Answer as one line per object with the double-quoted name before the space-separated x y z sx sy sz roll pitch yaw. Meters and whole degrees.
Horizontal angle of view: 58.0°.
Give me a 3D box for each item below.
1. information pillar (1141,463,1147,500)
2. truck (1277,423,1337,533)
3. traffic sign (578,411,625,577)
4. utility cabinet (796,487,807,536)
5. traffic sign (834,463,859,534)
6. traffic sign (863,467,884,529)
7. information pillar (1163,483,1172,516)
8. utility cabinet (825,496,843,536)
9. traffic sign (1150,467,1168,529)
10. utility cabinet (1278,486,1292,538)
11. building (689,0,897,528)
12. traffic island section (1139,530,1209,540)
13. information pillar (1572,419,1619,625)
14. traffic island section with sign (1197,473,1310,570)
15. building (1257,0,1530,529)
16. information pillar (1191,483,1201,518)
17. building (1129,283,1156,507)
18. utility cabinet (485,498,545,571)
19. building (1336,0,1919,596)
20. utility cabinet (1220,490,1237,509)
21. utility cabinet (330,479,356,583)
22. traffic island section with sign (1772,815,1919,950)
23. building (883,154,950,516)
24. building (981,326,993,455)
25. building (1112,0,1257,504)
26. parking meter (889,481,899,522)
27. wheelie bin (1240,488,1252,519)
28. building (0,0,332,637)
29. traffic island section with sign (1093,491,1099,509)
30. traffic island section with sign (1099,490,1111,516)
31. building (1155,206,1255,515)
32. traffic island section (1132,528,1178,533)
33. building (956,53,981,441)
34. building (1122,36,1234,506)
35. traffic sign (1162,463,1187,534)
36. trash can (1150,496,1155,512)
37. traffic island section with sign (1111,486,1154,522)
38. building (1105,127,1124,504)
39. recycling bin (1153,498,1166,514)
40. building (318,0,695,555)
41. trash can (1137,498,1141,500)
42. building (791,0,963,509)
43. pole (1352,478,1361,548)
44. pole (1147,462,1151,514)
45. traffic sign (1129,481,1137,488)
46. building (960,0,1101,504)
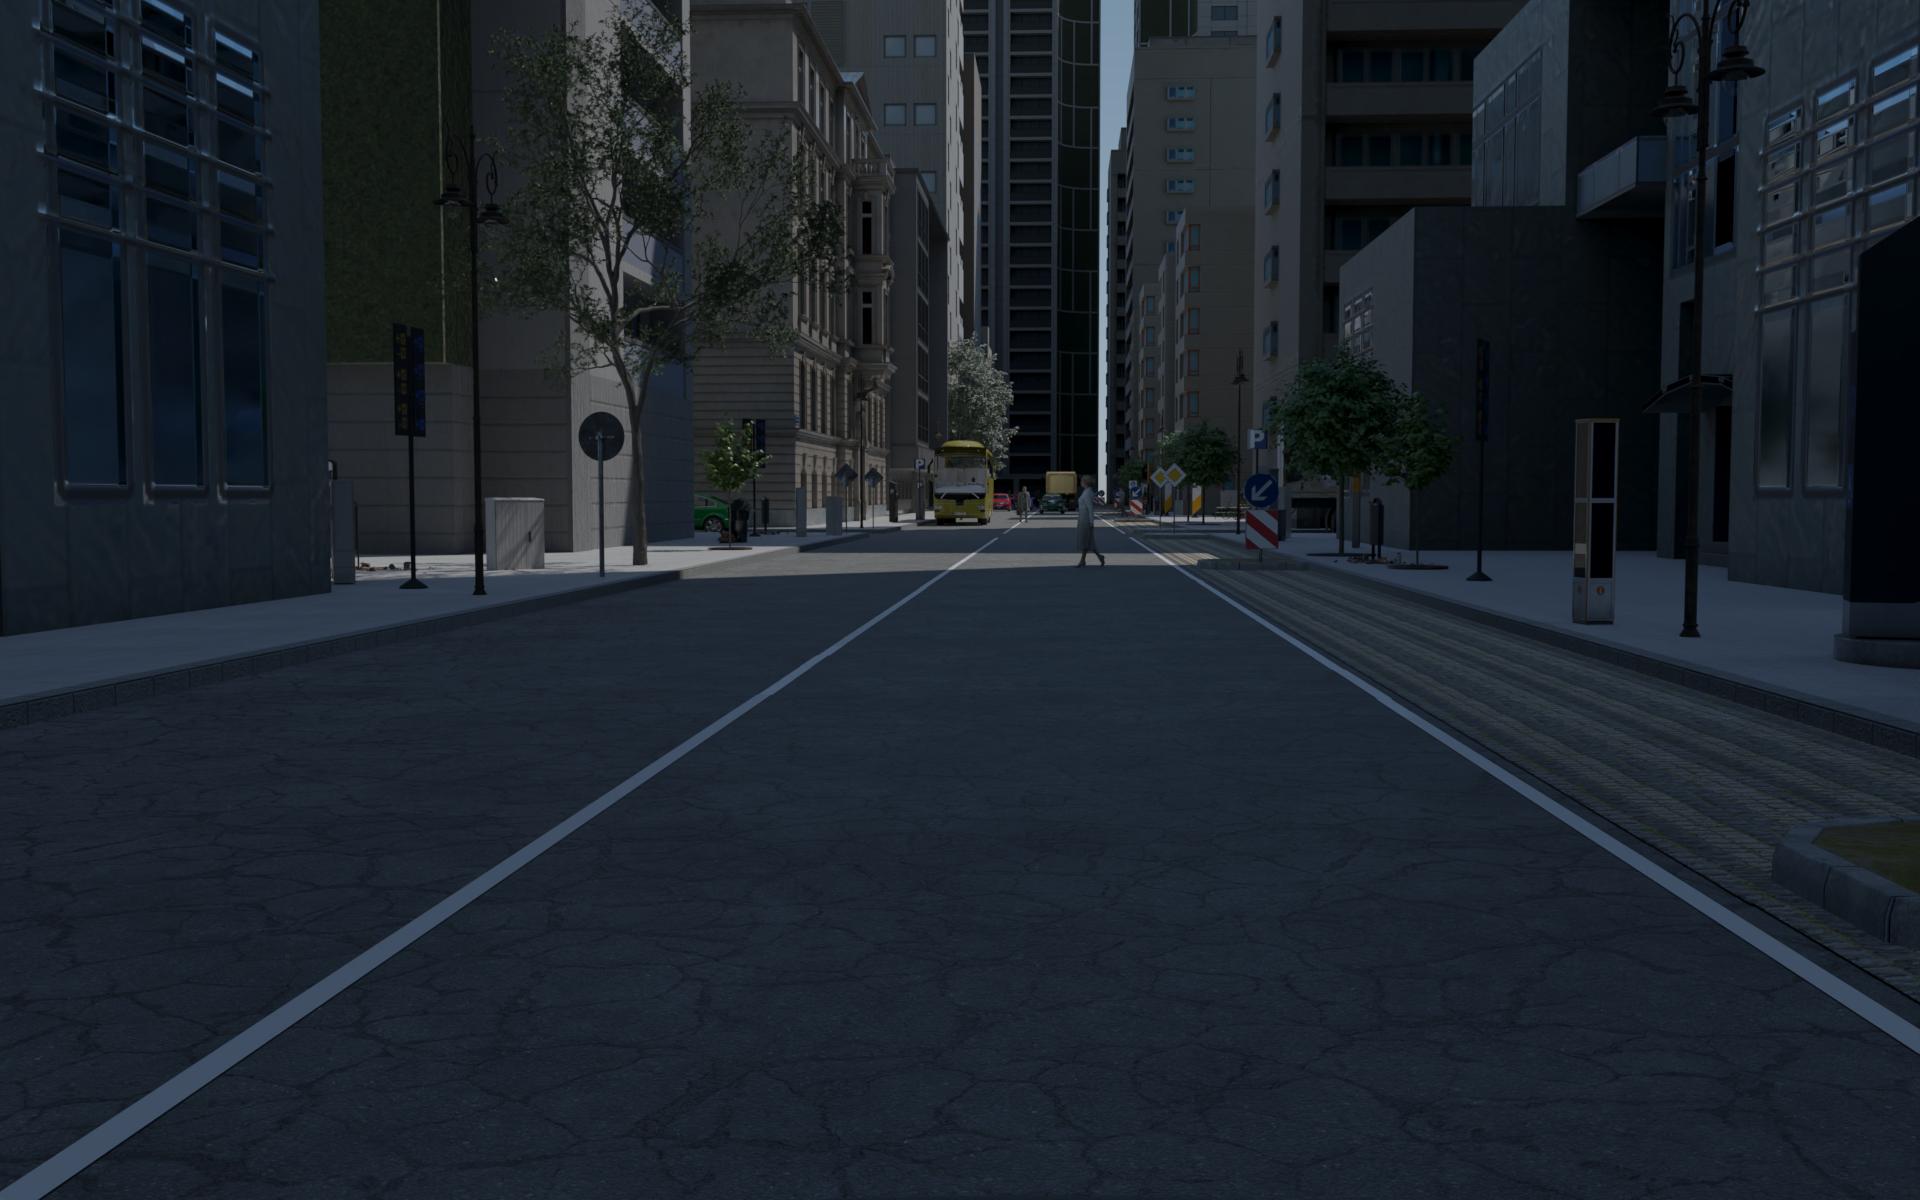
"information pillar" 13.818 -8.457 129.624 0.504 3.616 0.183 -1 4 -19
"truck" 16.674 -4.322 59.576 11.283 4.237 2.839 0 4 5
"traffic sign" -5.542 -1.629 26.742 0.768 2.556 0.104 1 4 13
"utility cabinet" -4.833 -2.685 52.571 0.318 1.500 1.173 0 4 -7
"traffic sign" -3.691 -3.219 56.278 0.795 2.450 0.064 0 4 3
"traffic sign" -3.220 -3.707 64.249 0.795 2.450 0.064 0 4 3
"information pillar" 12.136 -6.702 100.932 0.504 3.616 0.183 -3 5 -39
"utility cabinet" -3.917 -2.617 53.949 0.306 1.237 1.020 -1 4 -19
"traffic sign" 7.355 -3.667 63.605 0.795 2.450 0.064 0 4 3
"utility cabinet" 9.413 -2.559 50.516 0.318 1.500 1.173 1 4 20
"building" -10.392 -16.116 82.582 14.460 24.649 34.723 0 4 3
"traffic island section" 6.907 -2.045 55.710 2.009 0.180 2.903 0 4 3
"information pillar" 6.258 -0.769 17.069 0.304 2.012 0.304 0 4 -7
"traffic island section with sign" 5.592 -1.506 33.252 1.989 1.847 2.006 0 4 3
"building" 23.493 -27.434 72.240 21.600 48.544 21.300 0 4 3
"information pillar" 12.770 -6.245 93.463 0.504 3.616 0.183 -1 4 -17
"building" 29.706 -19.011 155.865 27.650 21.520 28.899 0 4 3
"utility cabinet" -7.551 -1.117 29.432 0.306 1.237 1.020 3 4 38
"building" 21.025 -43.933 30.973 22.319 86.520 31.000 0 4 3
"utility cabinet" 16.014 -5.739 102.510 1.173 1.500 0.318 2 4 32
"utility cabinet" -8.936 -1.000 25.028 0.318 1.500 1.173 -1 4 -21
"traffic island section with sign" 3.954 0.171 5.835 1.989 1.847 2.006 0 4 3
"building" -8.713 -18.110 115.160 14.314 24.678 30.058 0 4 3
"building" -11.130 -21.815 201.711 28.899 21.520 27.650 0 4 3
"building" 28.494 -46.664 201.206 20.563 71.187 20.611 0 4 3
"parking meter" -3.015 -4.475 78.882 0.399 1.863 0.255 2 4 28
"wheelie bin" 14.778 -5.003 89.714 0.693 1.594 0.980 -3 5 -44
"building" -18.230 -42.343 4.976 22.319 86.520 31.000 0 4 3
"traffic island section with sign" 13.418 -9.604 165.654 1.989 1.847 2.006 0 4 3
"traffic island section with sign" 10.459 -6.535 115.469 1.989 1.847 2.006 0 4 3
"building" 28.187 -16.698 118.055 27.650 21.520 28.899 0 4 3
"traffic island section" 7.379 -2.532 63.681 2.009 0.180 2.903 0 4 3
"building" -5.108 -32.046 174.063 14.600 45.320 14.200 0 4 3
"building" 28.350 -34.074 180.803 21.300 48.544 21.600 0 4 3
"traffic sign" 6.883 -3.180 55.634 0.795 2.450 0.064 0 4 3
"trash can" 13.919 -6.868 123.949 0.748 1.137 0.748 0 3 0
"traffic island section with sign" 8.838 -4.869 88.237 1.989 1.847 2.006 0 4 3
"building" 30.299 -37.168 231.390 21.600 48.544 21.300 0 4 3
"recycling bin" 12.742 -5.954 109.909 0.722 1.027 0.722 -2 4 -26
"building" -22.041 -30.792 45.451 28.212 58.520 21.231 0 4 3
"trash can" 13.958 -7.488 134.089 0.748 1.137 0.748 0 3 0
"building" -13.695 -34.511 153.498 28.713 52.752 27.495 0 4 3
"pole" 9.398 -2.885 41.010 0.158 3.312 0.155 0 3 0
"pole" 12.192 -7.212 111.757 0.158 3.312 0.155 0 3 0
"traffic sign" 13.222 -7.966 132.381 0.606 2.300 0.079 1 4 11
"building" 8.410 -48.537 231.829 20.611 71.187 20.563 0 4 3
